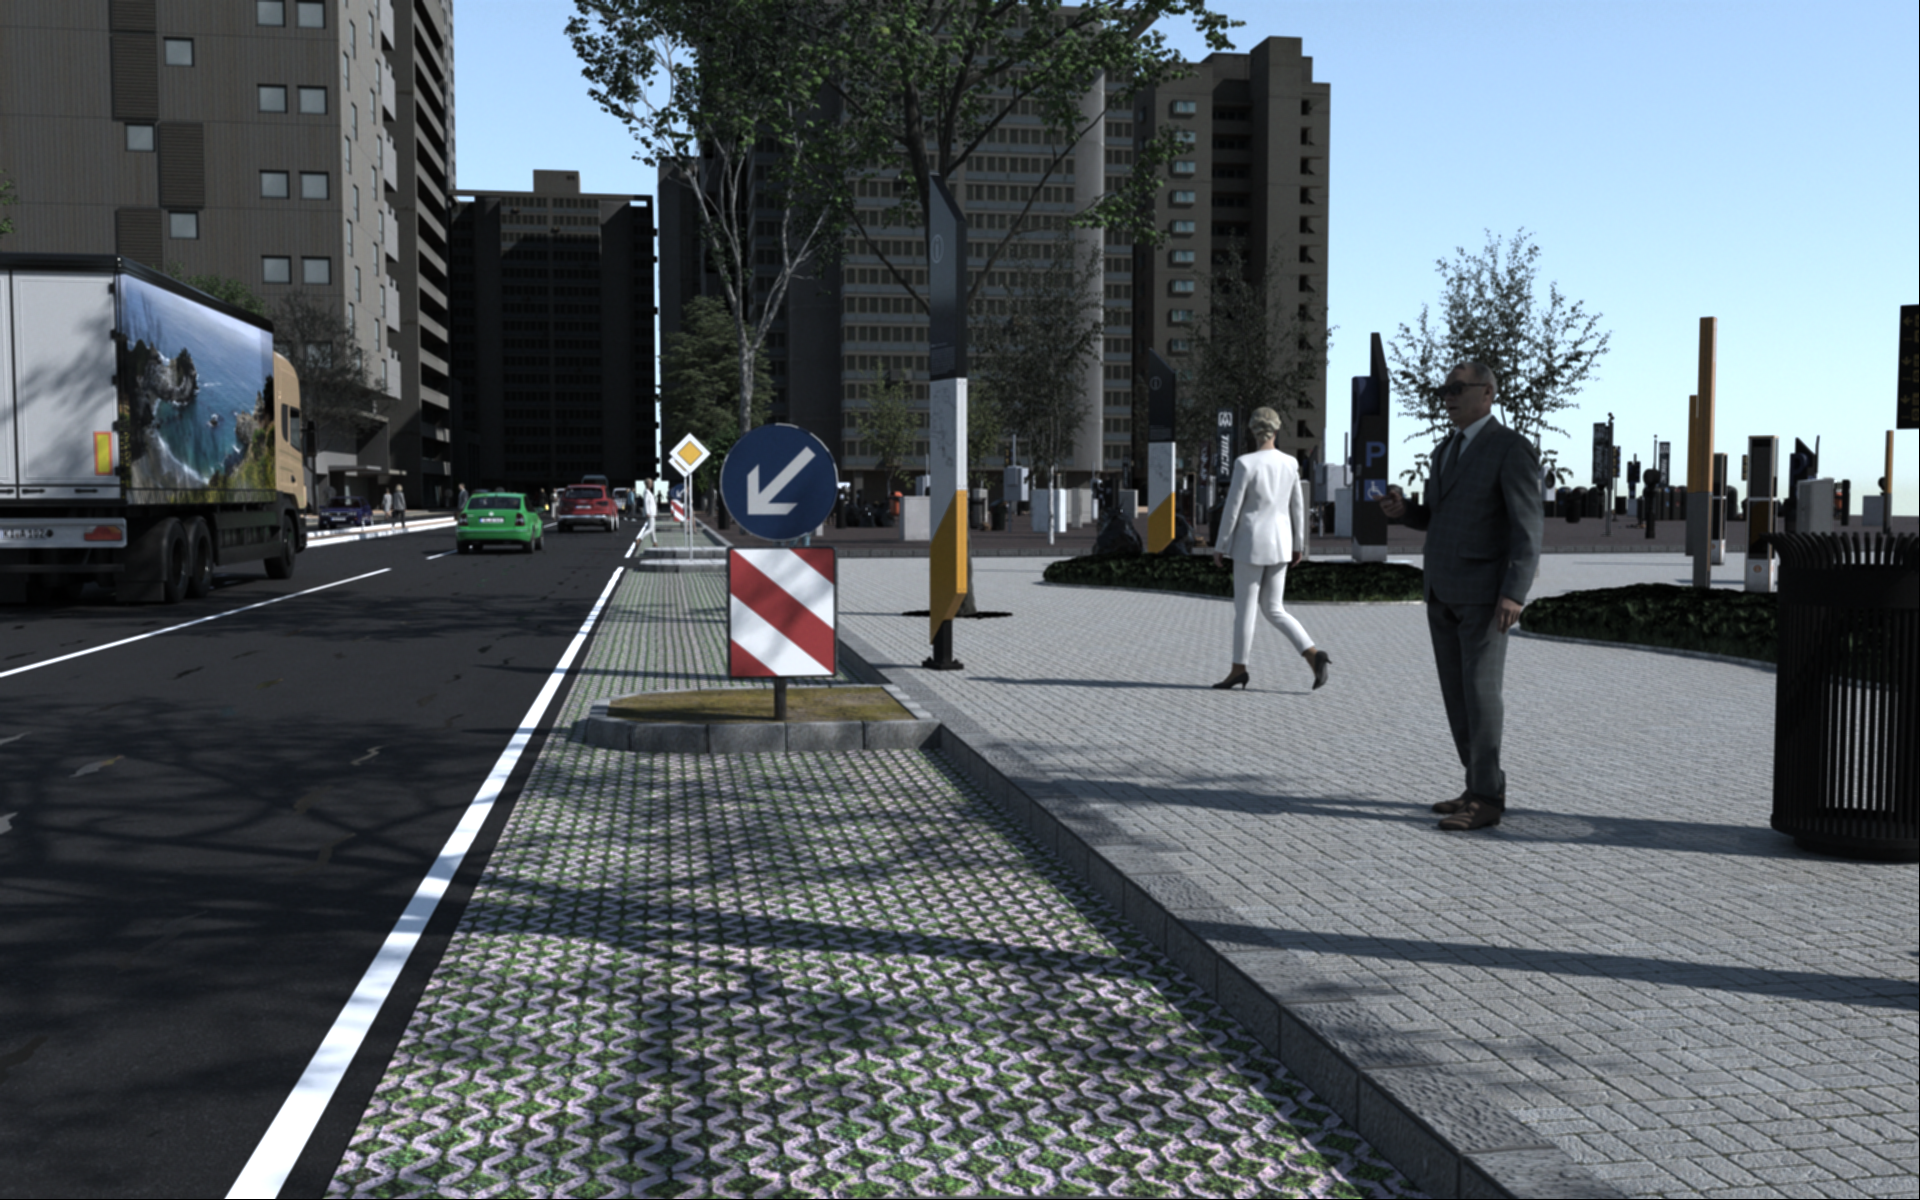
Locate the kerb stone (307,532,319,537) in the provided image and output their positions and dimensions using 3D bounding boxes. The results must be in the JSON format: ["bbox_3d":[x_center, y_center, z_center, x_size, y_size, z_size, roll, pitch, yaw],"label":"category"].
[{"bbox_3d":[-21.644,-2.177,57.791,0.120,0.150,1.000,-1,4,-10],"label":"kerb stone"}]

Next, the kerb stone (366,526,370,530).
[{"bbox_3d":[-23.371,-2.794,67.880,0.120,0.150,1.000,-1,4,-10],"label":"kerb stone"}]

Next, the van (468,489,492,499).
[{"bbox_3d":[-38.967,-8.183,140.802,2.013,2.044,4.112,0,4,-8],"label":"van"}]

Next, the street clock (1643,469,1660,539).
[{"bbox_3d":[19.916,-2.774,49.925,0.358,2.002,0.471,-1,4,-16],"label":"street clock"}]

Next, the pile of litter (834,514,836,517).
[{"bbox_3d":[-6.639,-5.177,98.606,1.176,0.858,1.719,-1,4,-15],"label":"pile of litter"}]

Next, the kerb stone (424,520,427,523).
[{"bbox_3d":[-26.137,-3.783,84.055,0.120,0.150,1.000,-1,4,-10],"label":"kerb stone"}]

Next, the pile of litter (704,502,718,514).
[{"bbox_3d":[-16.046,-6.115,113.942,1.719,0.858,1.176,-1,4,-18],"label":"pile of litter"}]

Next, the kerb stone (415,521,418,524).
[{"bbox_3d":[-25.624,-3.598,81.026,0.120,0.150,1.000,-1,4,-10],"label":"kerb stone"}]

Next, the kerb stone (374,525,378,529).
[{"bbox_3d":[-23.722,-2.909,69.897,0.120,0.150,1.000,-1,4,-10],"label":"kerb stone"}]

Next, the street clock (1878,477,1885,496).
[{"bbox_3d":[39.274,-4.222,73.602,0.471,2.002,0.358,-1,4,-15],"label":"street clock"}]

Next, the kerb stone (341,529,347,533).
[{"bbox_3d":[-22.498,-2.486,62.833,0.120,0.150,1.000,-1,4,-10],"label":"kerb stone"}]

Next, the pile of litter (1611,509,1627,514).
[{"bbox_3d":[41.907,-5.908,110.558,1.719,0.858,1.176,-2,4,-27],"label":"pile of litter"}]

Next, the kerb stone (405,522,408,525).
[{"bbox_3d":[-25.097,-3.412,77.973,0.120,0.150,1.000,-1,4,-10],"label":"kerb stone"}]

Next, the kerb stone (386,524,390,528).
[{"bbox_3d":[-24.233,-3.095,72.927,0.120,0.150,1.000,-1,4,-10],"label":"kerb stone"}]

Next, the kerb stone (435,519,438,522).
[{"bbox_3d":[-26.821,-4.025,88.097,0.120,0.150,1.000,-1,4,-10],"label":"kerb stone"}]

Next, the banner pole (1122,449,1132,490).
[{"bbox_3d":[9.347,-6.517,96.567,0.401,3.779,0.863,-3,5,-40],"label":"banner pole"}]

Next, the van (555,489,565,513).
[{"bbox_3d":[-30.024,-7.637,131.878,2.013,2.044,4.112,-1,4,-10],"label":"van"}]

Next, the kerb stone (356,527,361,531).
[{"bbox_3d":[-23.028,-2.671,65.861,0.120,0.150,1.000,-1,4,-10],"label":"kerb stone"}]

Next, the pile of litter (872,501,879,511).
[{"bbox_3d":[-5.192,-5.333,101.158,1.176,0.858,1.719,2,4,25],"label":"pile of litter"}]

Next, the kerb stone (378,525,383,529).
[{"bbox_3d":[-23.886,-2.980,70.912,0.120,0.150,1.000,-1,4,-10],"label":"kerb stone"}]

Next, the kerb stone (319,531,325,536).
[{"bbox_3d":[-21.820,-2.239,58.798,0.120,0.150,1.000,-1,4,-10],"label":"kerb stone"}]

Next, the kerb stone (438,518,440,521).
[{"bbox_3d":[-27.001,-4.092,89.103,0.120,0.150,1.000,-1,4,-10],"label":"kerb stone"}]

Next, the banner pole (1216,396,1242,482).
[{"bbox_3d":[6.903,-3.314,44.201,0.863,3.779,0.401,-1,4,-19],"label":"banner pole"}]

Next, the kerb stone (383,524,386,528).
[{"bbox_3d":[-24.063,-3.040,71.919,0.120,0.150,1.000,-1,4,-10],"label":"kerb stone"}]

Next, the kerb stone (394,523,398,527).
[{"bbox_3d":[-24.580,-3.221,74.942,0.120,0.150,1.000,-1,4,-10],"label":"kerb stone"}]

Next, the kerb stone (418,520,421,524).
[{"bbox_3d":[-25.789,-3.660,82.039,0.120,0.150,1.000,-1,4,-10],"label":"kerb stone"}]

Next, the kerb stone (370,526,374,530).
[{"bbox_3d":[-23.545,-2.846,68.890,0.120,0.150,1.000,-1,4,-10],"label":"kerb stone"}]

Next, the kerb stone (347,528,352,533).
[{"bbox_3d":[-22.675,-2.547,63.844,0.120,0.150,1.000,-1,4,-10],"label":"kerb stone"}]

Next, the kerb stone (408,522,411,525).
[{"bbox_3d":[-25.267,-3.474,78.989,0.120,0.150,1.000,-1,4,-10],"label":"kerb stone"}]

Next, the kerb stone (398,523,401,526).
[{"bbox_3d":[-24.756,-3.288,75.949,0.120,0.150,1.000,-1,4,-10],"label":"kerb stone"}]

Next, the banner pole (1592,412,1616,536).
[{"bbox_3d":[19.801,-3.874,53.360,0.401,3.779,0.863,-2,4,-29],"label":"banner pole"}]

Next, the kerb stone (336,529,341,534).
[{"bbox_3d":[-22.334,-2.424,61.821,0.120,0.150,1.000,-1,4,-10],"label":"kerb stone"}]

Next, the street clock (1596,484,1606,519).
[{"bbox_3d":[33.484,-5.254,90.467,0.471,2.002,0.358,2,4,32],"label":"street clock"}]

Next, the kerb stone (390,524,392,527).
[{"bbox_3d":[-24.406,-3.159,73.935,0.120,0.150,1.000,-1,4,-10],"label":"kerb stone"}]

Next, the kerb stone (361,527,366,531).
[{"bbox_3d":[-23.198,-2.730,66.869,0.120,0.150,1.000,-1,4,-10],"label":"kerb stone"}]

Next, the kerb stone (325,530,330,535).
[{"bbox_3d":[-21.993,-2.300,59.805,0.120,0.150,1.000,-1,4,-10],"label":"kerb stone"}]

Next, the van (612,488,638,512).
[{"bbox_3d":[-23.882,-7.084,122.842,2.013,2.044,4.112,-1,4,-9],"label":"van"}]

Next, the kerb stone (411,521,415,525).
[{"bbox_3d":[-25.446,-3.536,80.001,0.120,0.150,1.000,-1,4,-10],"label":"kerb stone"}]

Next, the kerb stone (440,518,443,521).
[{"bbox_3d":[-27.167,-4.154,90.111,0.120,0.150,1.000,-1,4,-10],"label":"kerb stone"}]

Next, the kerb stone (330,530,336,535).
[{"bbox_3d":[-22.162,-2.362,60.814,0.120,0.150,1.000,-1,4,-10],"label":"kerb stone"}]

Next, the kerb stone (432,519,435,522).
[{"bbox_3d":[-26.656,-3.969,87.087,0.120,0.150,1.000,-1,4,-10],"label":"kerb stone"}]

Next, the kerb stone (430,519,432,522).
[{"bbox_3d":[-26.485,-3.906,86.079,0.120,0.150,1.000,-1,4,-10],"label":"kerb stone"}]

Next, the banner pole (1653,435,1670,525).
[{"bbox_3d":[29.522,-5.078,73.043,0.863,3.779,0.401,0,4,-2],"label":"banner pole"}]

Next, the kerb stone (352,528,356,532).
[{"bbox_3d":[-22.852,-2.606,64.851,0.120,0.150,1.000,-1,4,-10],"label":"kerb stone"}]

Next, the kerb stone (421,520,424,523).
[{"bbox_3d":[-25.965,-3.722,83.046,0.120,0.150,1.000,-1,4,-10],"label":"kerb stone"}]

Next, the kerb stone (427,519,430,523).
[{"bbox_3d":[-26.309,-3.845,85.065,0.120,0.150,1.000,-1,4,-10],"label":"kerb stone"}]

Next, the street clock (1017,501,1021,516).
[{"bbox_3d":[3.503,-5.997,102.621,0.358,2.002,0.471,2,4,33],"label":"street clock"}]

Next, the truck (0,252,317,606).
[{"bbox_3d":[-11.892,-2.244,25.605,2.839,4.237,11.283,-1,4,-10],"label":"truck"}]

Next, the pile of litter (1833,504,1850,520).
[{"bbox_3d":[43.835,-4.443,86.601,1.719,0.858,1.176,-1,4,-15],"label":"pile of litter"}]
